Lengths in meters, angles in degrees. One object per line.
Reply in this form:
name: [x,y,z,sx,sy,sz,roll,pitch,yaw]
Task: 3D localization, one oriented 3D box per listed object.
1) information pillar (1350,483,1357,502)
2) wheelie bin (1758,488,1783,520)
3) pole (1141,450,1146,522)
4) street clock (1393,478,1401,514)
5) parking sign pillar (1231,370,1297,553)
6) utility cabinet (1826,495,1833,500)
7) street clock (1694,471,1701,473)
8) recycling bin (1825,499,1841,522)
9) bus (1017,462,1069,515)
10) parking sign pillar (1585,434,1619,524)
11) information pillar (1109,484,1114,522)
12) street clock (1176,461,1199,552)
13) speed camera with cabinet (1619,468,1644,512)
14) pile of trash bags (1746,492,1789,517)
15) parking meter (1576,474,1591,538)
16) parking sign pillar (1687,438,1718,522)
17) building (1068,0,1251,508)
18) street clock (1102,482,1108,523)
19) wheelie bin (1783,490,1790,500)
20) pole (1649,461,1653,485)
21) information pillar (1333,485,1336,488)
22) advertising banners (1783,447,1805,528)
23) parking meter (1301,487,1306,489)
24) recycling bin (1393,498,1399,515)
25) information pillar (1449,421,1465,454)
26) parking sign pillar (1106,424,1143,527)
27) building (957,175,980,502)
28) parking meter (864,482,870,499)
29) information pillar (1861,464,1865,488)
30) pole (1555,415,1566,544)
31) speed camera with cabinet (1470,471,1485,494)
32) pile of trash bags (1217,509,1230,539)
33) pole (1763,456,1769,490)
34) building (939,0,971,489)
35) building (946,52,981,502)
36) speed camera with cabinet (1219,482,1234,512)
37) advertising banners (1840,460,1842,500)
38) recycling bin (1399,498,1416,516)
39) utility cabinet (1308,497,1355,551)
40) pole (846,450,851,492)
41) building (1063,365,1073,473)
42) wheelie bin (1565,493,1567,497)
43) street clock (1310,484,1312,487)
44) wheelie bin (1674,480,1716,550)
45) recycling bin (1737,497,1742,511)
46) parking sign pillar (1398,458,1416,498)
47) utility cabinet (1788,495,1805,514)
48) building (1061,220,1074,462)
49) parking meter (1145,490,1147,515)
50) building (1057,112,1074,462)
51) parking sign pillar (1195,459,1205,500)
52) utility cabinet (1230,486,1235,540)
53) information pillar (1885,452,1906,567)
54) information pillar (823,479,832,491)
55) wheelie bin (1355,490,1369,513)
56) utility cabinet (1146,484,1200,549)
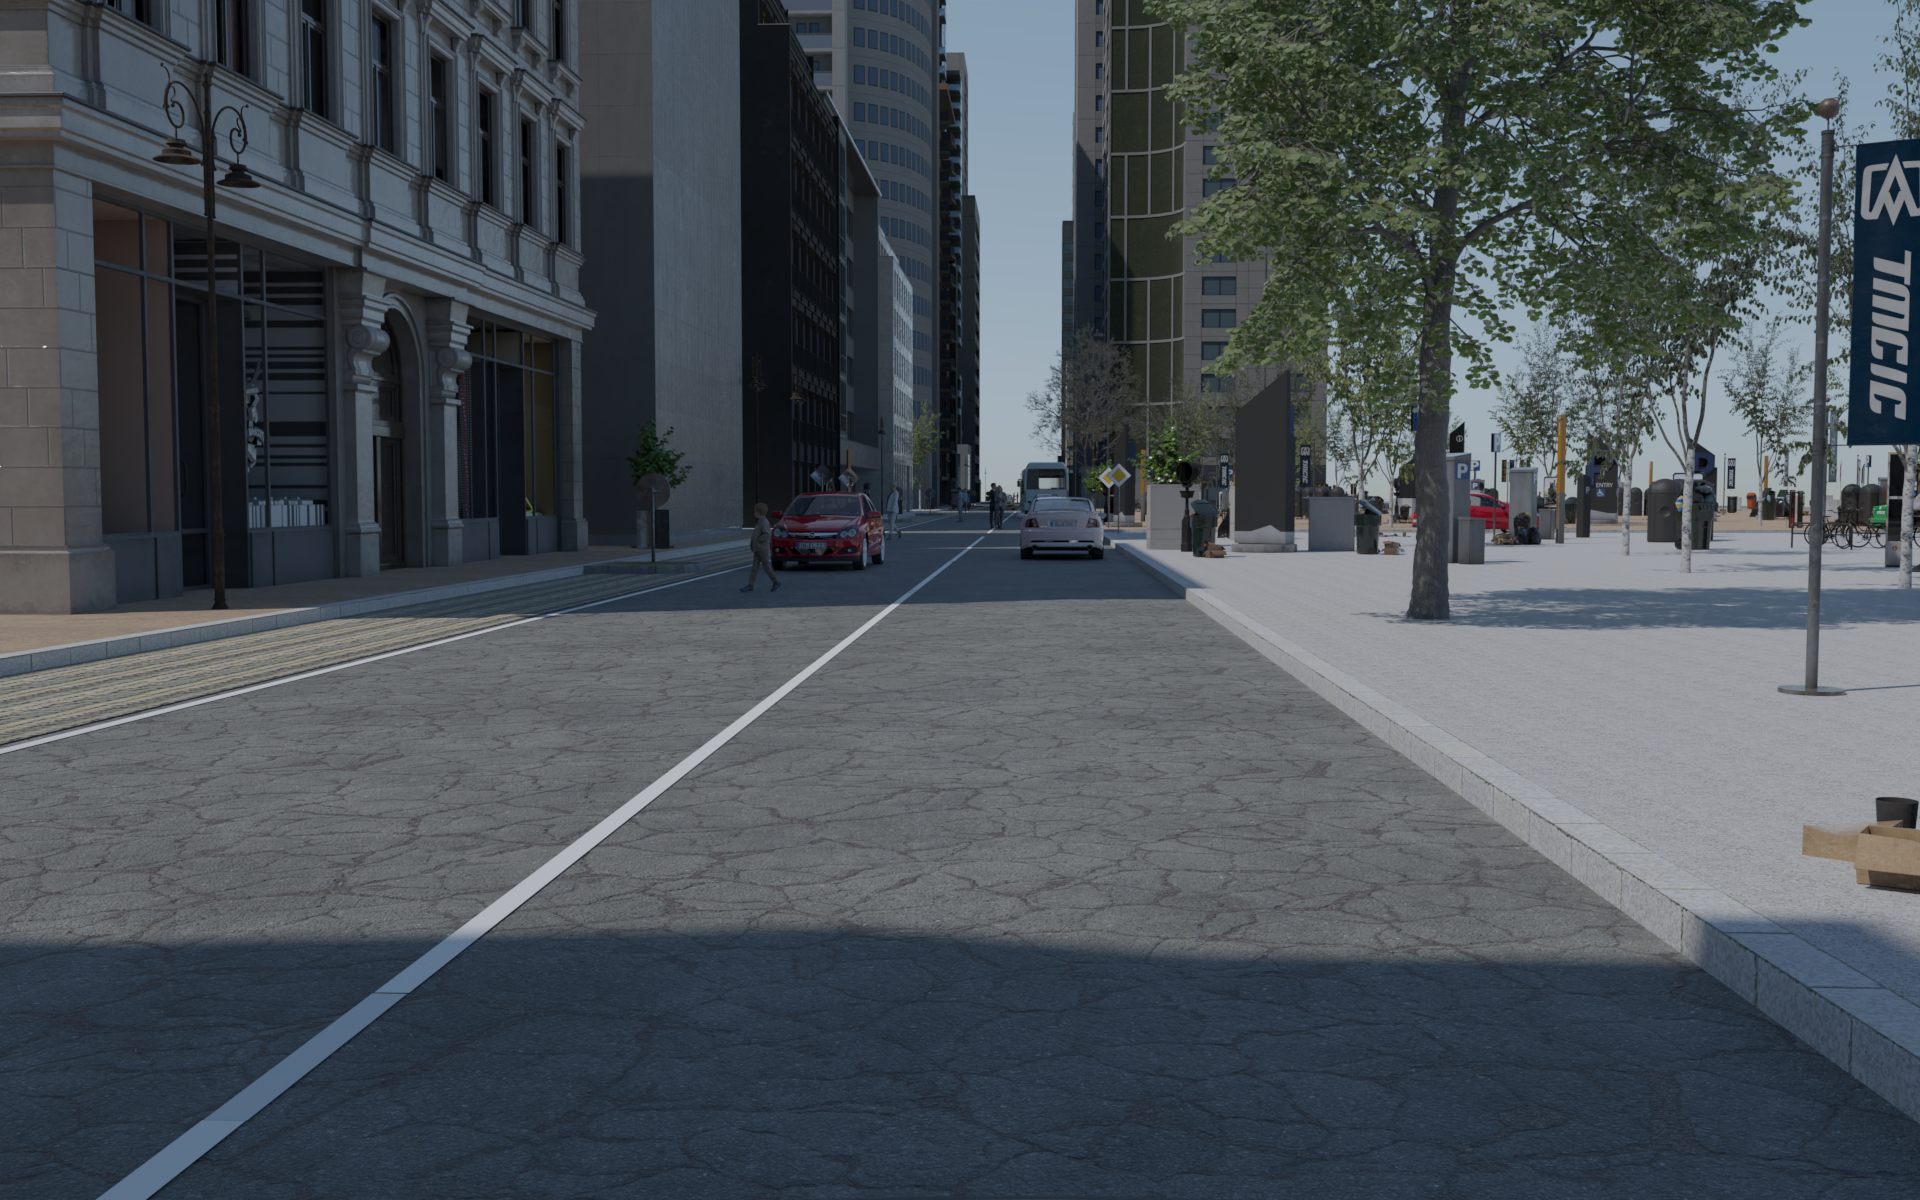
information pillar: [26.937,-6.978,118.578,0.304,2.012,0.304,-2,4,-31]
wheelie bin: [39.554,-4.704,84.812,0.693,1.594,0.980,0,4,-1]
pole: [8.451,-5.263,79.894,0.158,3.312,0.155,0,3,0]
street clock: [19.696,-4.498,78.104,0.358,2.002,0.471,1,4,23]
parking sign pillar: [6.738,-3.045,38.251,1.447,3.967,1.447,3,5,41]
utility cabinet: [59.964,-6.664,120.124,1.020,1.237,0.306,2,4,28]
street clock: [22.981,-3.027,54.055,0.471,2.002,0.358,1,4,16]
recycling bin: [40.712,-4.160,80.571,0.722,1.027,0.722,2,4,32]
bus: [5.075,-6.822,106.406,2.948,3.499,13.247,0,4,1]
parking sign pillar: [28.651,-5.459,77.724,1.447,3.967,1.447,0,4,1]
information pillar: [6.410,-4.173,72.715,0.304,2.012,0.304,1,4,9]
street clock: [5.029,-2.067,38.370,0.471,2.002,0.358,3,5,44]
speed camera with cabinet: [48.594,-8.032,125.652,2.038,3.252,0.660,1,4,20]
pile of trash bags: [44.741,-5.286,96.180,3.447,1.369,1.912,-3,4,-36]
parking meter: [18.334,-2.764,50.903,0.399,1.863,0.255,-3,4,-36]
parking sign pillar: [34.643,-5.653,80.904,1.447,3.967,1.447,0,4,-1]
building: [22.102,-46.792,203.304,20.563,71.187,20.611,0,4,3]
street clock: [6.595,-4.497,78.098,0.358,2.002,0.471,-1,4,-17]
wheelie bin: [57.448,-6.908,120.847,0.693,1.594,0.980,-2,4,-30]
pole: [43.009,-6.973,107.853,0.158,3.312,0.155,0,3,0]
information pillar: [29.880,-8.165,137.990,0.304,2.012,0.304,3,5,43]
advertising banners: [31.367,-4.221,65.205,2.074,3.025,0.090,-3,5,-43]
parking meter: [19.514,-5.653,98.129,0.255,1.863,0.399,-1,4,-20]
recycling bin: [26.162,-5.525,102.885,0.722,1.027,0.722,0,4,2]
information pillar: [16.033,-3.946,55.878,0.504,3.616,0.183,2,4,28]
parking sign pillar: [6.390,-4.821,67.301,1.447,3.967,1.447,-1,4,-15]
building: [-7.953,-39.277,265.877,21.300,48.544,21.600,0,4,3]
parking meter: [-4.679,-4.974,87.036,0.255,1.863,0.399,1,4,13]
information pillar: [69.627,-8.699,133.583,0.504,3.616,0.183,-3,5,-44]
pole: [15.480,-3.105,44.608,0.158,3.312,0.155,0,3,0]
speed camera with cabinet: [30.435,-6.686,103.647,2.038,3.252,0.660,-2,4,-26]
pile of trash bags: [7.882,-2.460,49.978,3.447,1.369,1.912,0,4,4]
pole: [42.787,-6.002,91.975,0.158,3.312,0.155,0,3,0]
building: [-9.413,-56.596,238.023,22.319,86.520,31.000,0,4,3]
building: [-6.845,-51.864,286.223,20.563,71.187,20.611,0,4,3]
speed camera with cabinet: [19.562,-7.982,124.845,0.660,3.252,2.038,-2,4,-32]
advertising banners: [45.088,-5.653,88.618,0.090,3.025,2.074,2,4,24]
recycling bin: [26.070,-5.360,100.193,0.722,1.027,0.722,-3,5,-40]
utility cabinet: [8.365,-1.701,38.974,1.020,1.237,0.306,1,4,13]
pole: [-5.150,-5.282,80.200,0.158,3.312,0.155,0,3,0]
building: [28.328,-24.077,238.693,27.650,21.520,28.899,0,4,3]
wheelie bin: [44.484,-7.367,128.356,0.980,1.594,0.693,0,4,-1]
street clock: [25.771,-7.446,126.304,0.471,2.002,0.358,-3,4,-37]
wheelie bin: [16.990,-1.961,39.973,0.980,1.594,0.693,-2,4,-28]
recycling bin: [59.477,-7.348,132.694,0.722,1.027,0.722,1,4,23]
parking sign pillar: [31.337,-8.124,121.299,1.447,3.967,1.447,0,4,-3]
utility cabinet: [53.356,-6.082,110.596,1.020,1.237,0.306,2,4,35]
building: [22.230,-35.244,259.841,14.154,41.232,14.086,0,4,3]
parking meter: [11.395,-5.972,106.048,0.372,1.533,0.369,0,3,0]
building: [27.229,-59.233,281.132,22.319,86.520,31.000,0,4,3]
parking sign pillar: [15.784,-7.682,114.070,1.447,3.967,1.447,0,4,0]
utility cabinet: [7.841,-2.340,46.940,0.318,1.500,1.173,-2,4,-35]
information pillar: [16.426,-1.582,30.352,0.304,2.012,0.304,3,4,36]
information pillar: [-5.514,-4.125,71.932,0.304,2.012,0.304,-3,5,-44]
wheelie bin: [20.947,-5.034,90.221,0.693,1.594,0.980,0,4,6]
utility cabinet: [4.912,-1.914,39.970,1.173,1.500,0.318,-1,4,-11]
